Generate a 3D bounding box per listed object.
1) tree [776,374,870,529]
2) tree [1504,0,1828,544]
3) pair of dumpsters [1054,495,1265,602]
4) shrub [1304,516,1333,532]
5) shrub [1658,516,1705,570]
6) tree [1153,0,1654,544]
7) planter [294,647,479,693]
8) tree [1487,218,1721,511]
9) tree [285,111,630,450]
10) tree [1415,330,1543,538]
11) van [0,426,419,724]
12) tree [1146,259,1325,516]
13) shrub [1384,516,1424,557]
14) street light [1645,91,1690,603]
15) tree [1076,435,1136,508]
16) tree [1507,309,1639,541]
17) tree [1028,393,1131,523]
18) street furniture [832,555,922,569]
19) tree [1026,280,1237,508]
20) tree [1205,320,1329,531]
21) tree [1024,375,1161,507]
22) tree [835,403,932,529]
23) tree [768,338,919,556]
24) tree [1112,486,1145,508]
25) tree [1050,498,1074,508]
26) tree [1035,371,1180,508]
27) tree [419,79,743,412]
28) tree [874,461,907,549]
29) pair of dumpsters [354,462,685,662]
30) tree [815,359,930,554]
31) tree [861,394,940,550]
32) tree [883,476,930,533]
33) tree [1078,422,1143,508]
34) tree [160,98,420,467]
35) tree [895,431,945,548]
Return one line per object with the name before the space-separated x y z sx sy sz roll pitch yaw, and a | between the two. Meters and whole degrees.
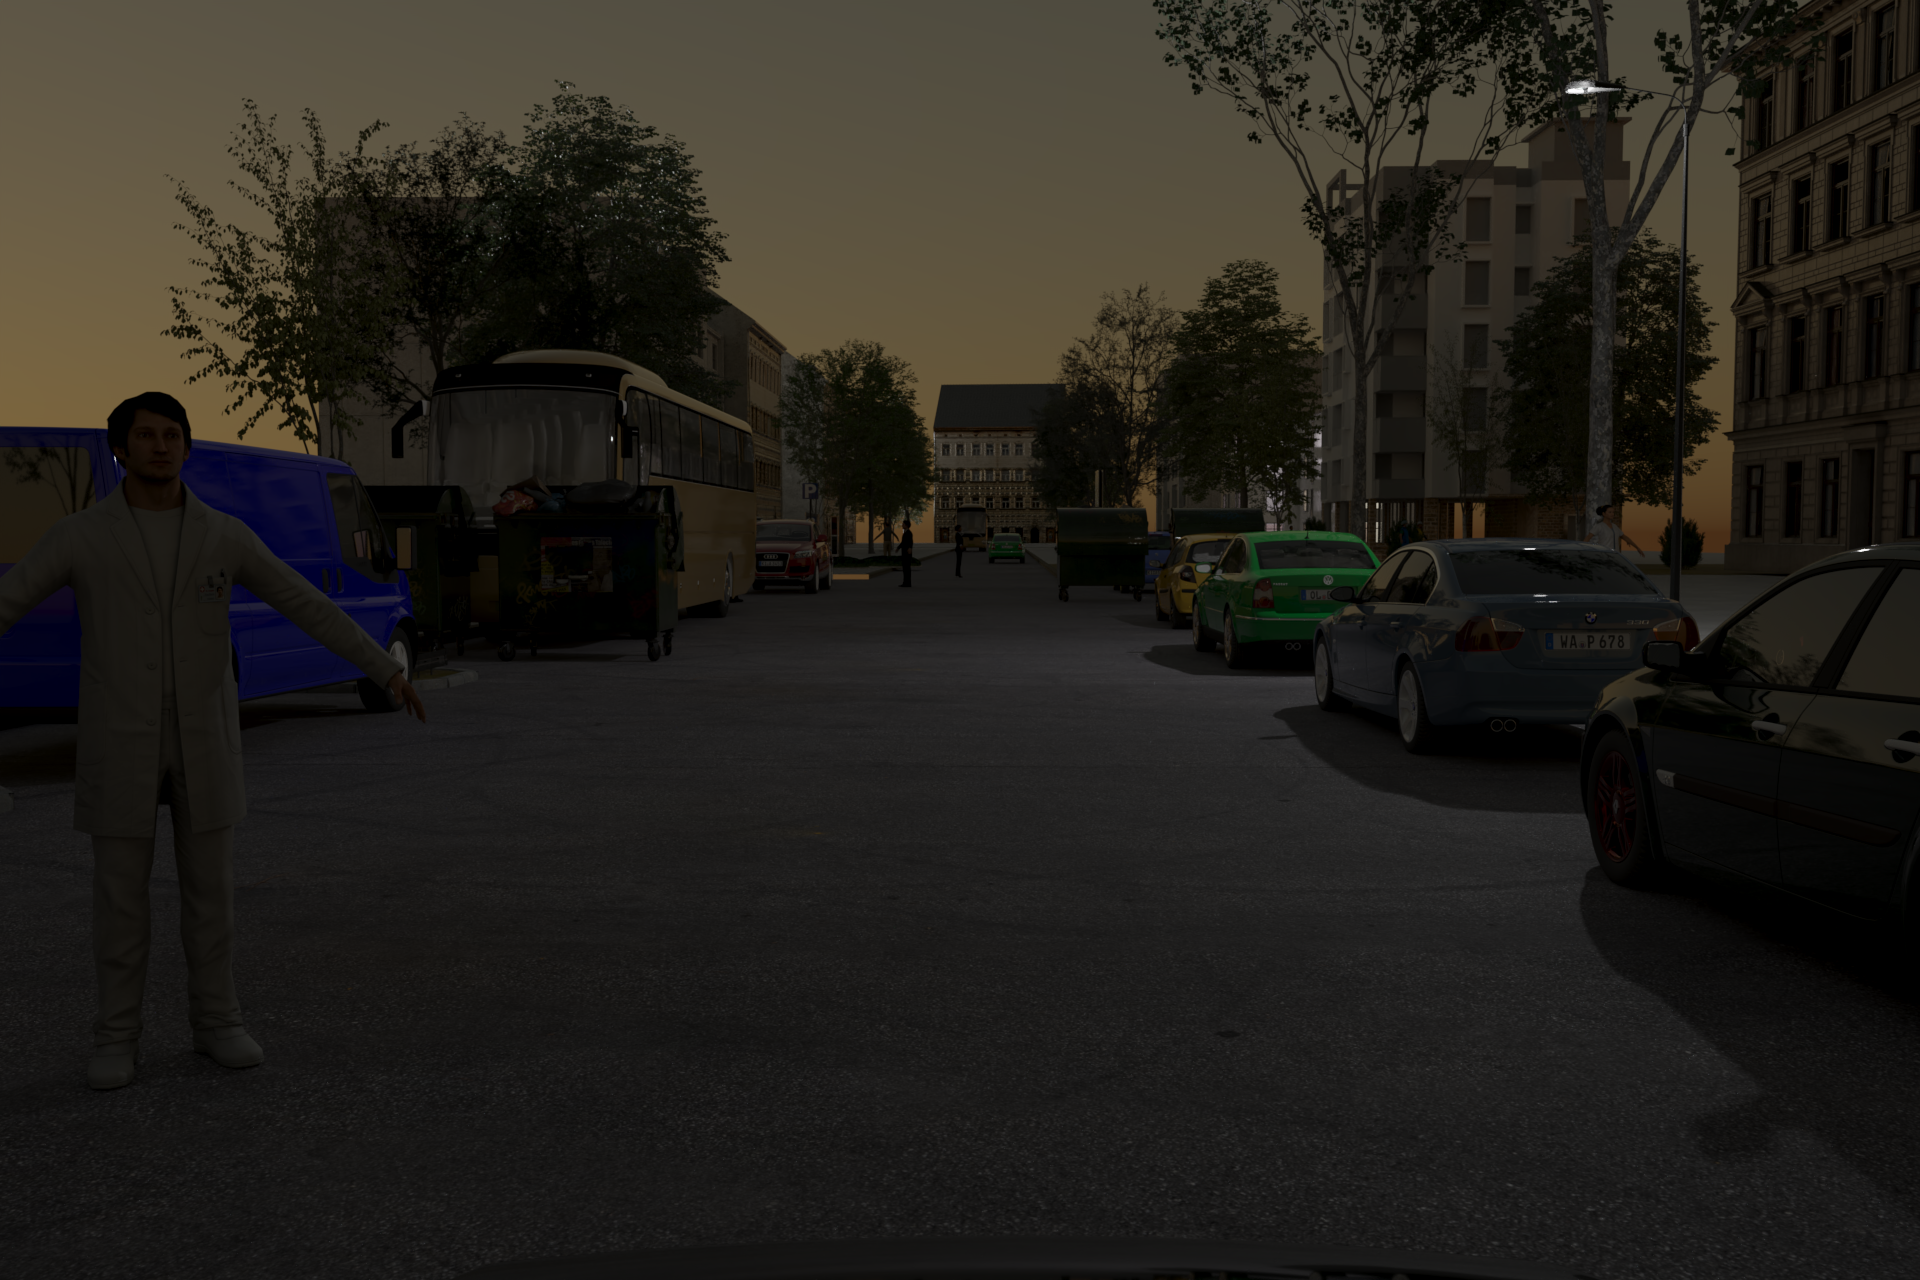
tree | -6.816 -7.921 79.879 4.360 8.622 3.978 0 3 0
tree | 11.086 -10.394 25.829 12.611 20.169 13.585 0 3 0
pair of dumpsters | 4.228 -1.961 37.015 4.436 2.255 1.574 0 4 0
shrub | 13.496 -3.776 66.154 1.690 2.028 1.600 0 3 0
shrub | 25.996 -3.548 62.435 1.690 2.028 1.600 0 3 0
tree | 11.834 -11.538 44.530 12.611 20.169 13.585 0 3 0
planter | -5.741 0.280 16.569 1.991 0.319 1.994 0 4 2
tree | 26.581 -10.066 71.236 9.857 13.997 8.962 0 3 0
tree | -10.746 -6.304 37.486 8.767 10.594 7.601 1 4 23
tree | 18.161 -6.873 62.742 4.360 8.622 3.978 0 3 0
van | -5.494 -0.481 12.242 2.240 2.365 5.245 0 4 1
tree | 11.513 -9.429 72.296 7.486 12.596 7.792 0 3 0
shrub | 18.333 -4.103 71.500 1.690 2.028 1.600 0 3 0
street light | 7.971 -2.770 17.835 1.470 5.913 1.316 0 4 1
tree | 9.345 -10.290 118.600 4.360 8.622 3.978 0 3 0
tree | 20.271 -6.478 56.279 4.360 8.622 3.978 0 3 0
tree | 10.348 -14.824 149.024 9.857 13.997 8.962 0 3 0
street furniture | -6.631 -3.130 66.809 10.072 0.657 5.734 0 4 6
tree | 8.346 -10.662 84.694 12.009 13.543 11.850 0 3 0
tree | 10.653 -6.629 58.739 4.737 8.622 4.395 0 3 0
tree | 9.952 -13.457 130.394 12.009 13.543 11.850 0 3 0
tree | -5.611 -12.403 128.549 9.928 11.665 9.643 0 3 0
tree | -6.072 -10.091 90.747 9.928 11.665 9.643 0 3 0
tree | 23.243 -19.283 249.684 7.601 10.594 8.767 0 4 7
tree | 10.142 -12.742 158.695 4.737 8.622 4.395 0 3 0
tree | 8.676 -10.007 98.031 8.767 10.594 7.601 -1 4 -18
tree | -11.023 -8.808 50.658 9.857 13.997 8.962 0 3 0
tree | -5.706 -12.030 147.045 4.737 8.622 4.395 0 3 0
pair of dumpsters | -5.466 -0.913 19.871 4.436 2.255 1.574 0 4 2
tree | -5.734 -11.849 111.854 7.486 12.596 7.792 0 3 0
tree | -5.444 -13.456 138.131 7.486 12.596 7.792 0 3 0
tree | -7.689 -20.410 251.826 7.486 12.596 7.792 0 3 0
tree | 8.895 -9.597 107.271 4.360 8.622 3.978 0 3 0
tree | -10.940 -4.822 29.199 4.737 8.622 4.395 0 3 0
tree | -4.886 -14.360 160.549 9.928 11.665 9.643 0 3 0
